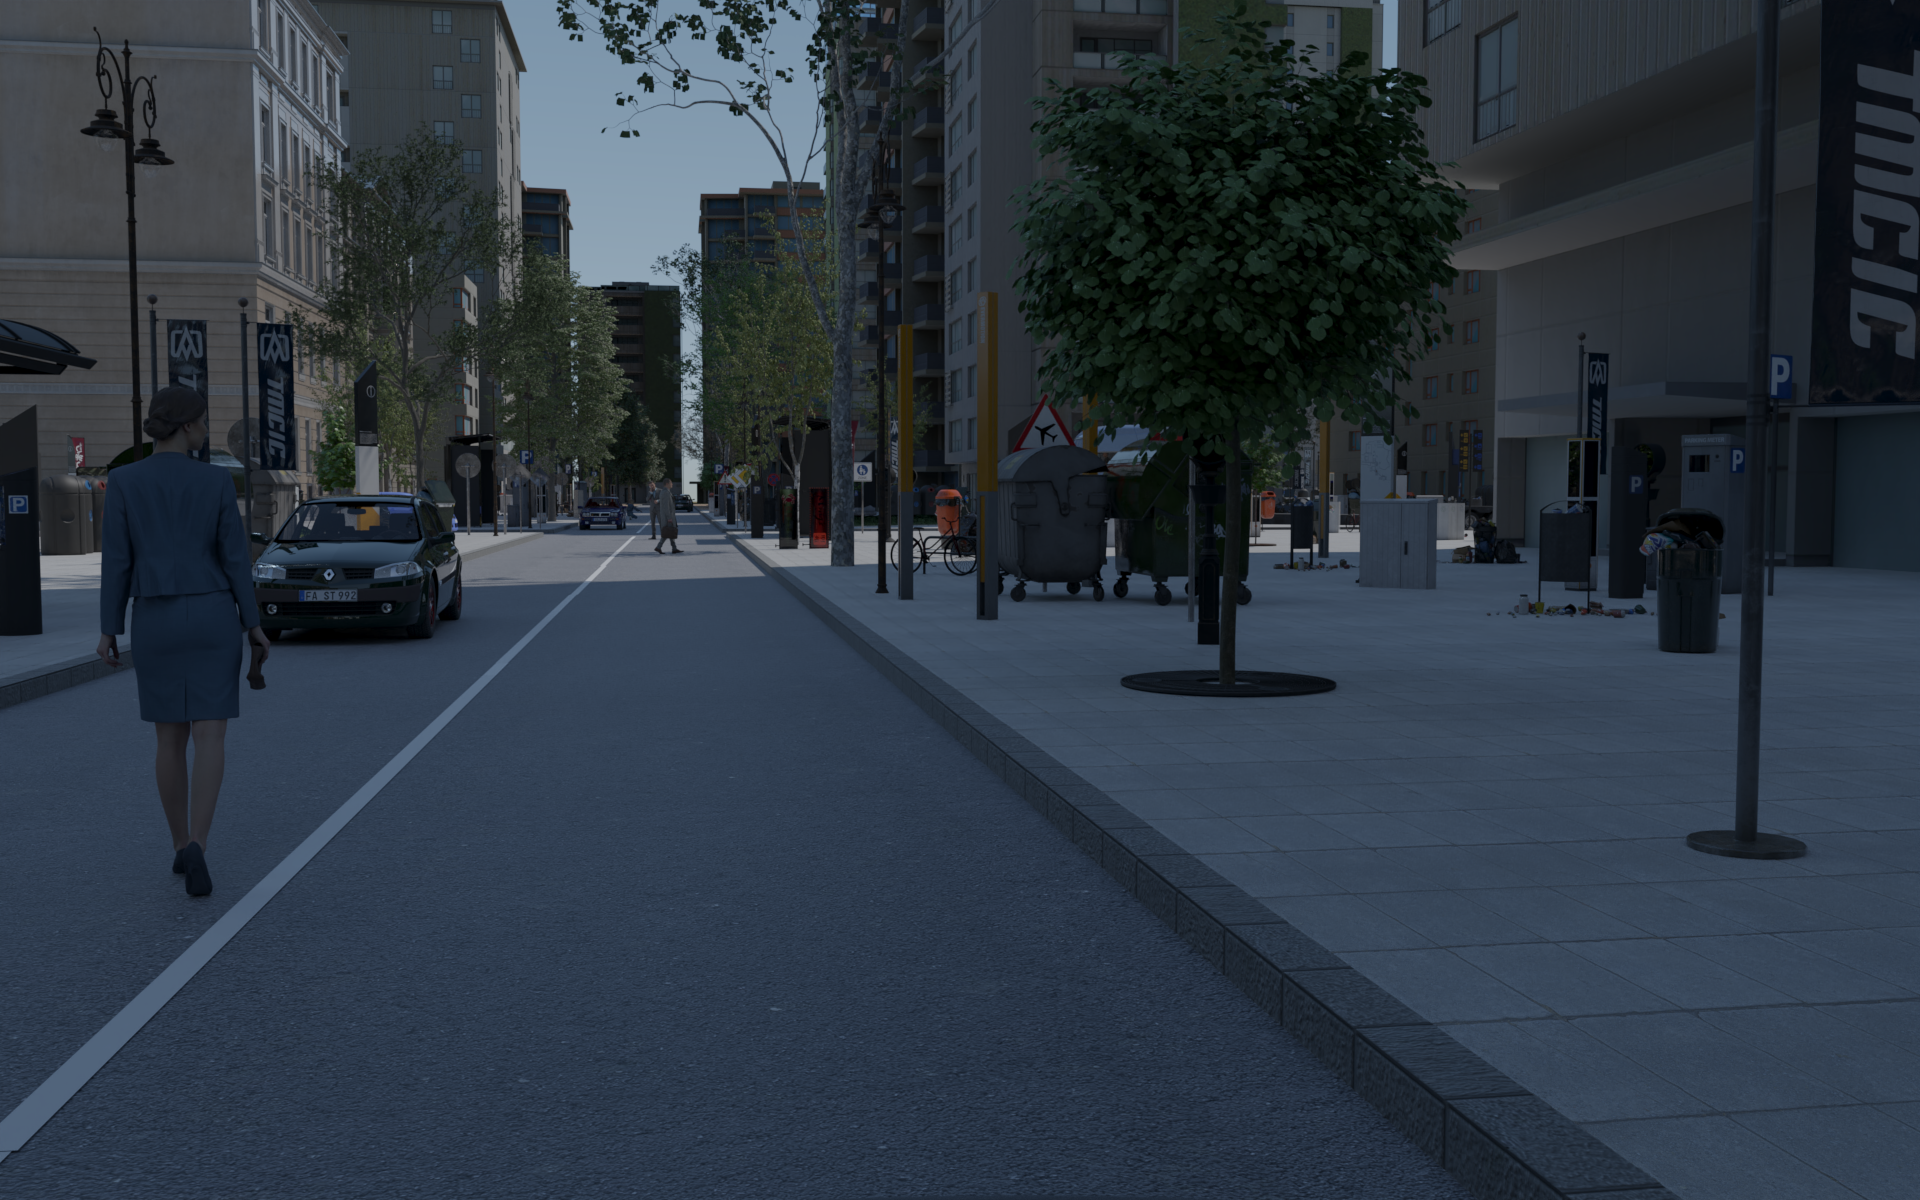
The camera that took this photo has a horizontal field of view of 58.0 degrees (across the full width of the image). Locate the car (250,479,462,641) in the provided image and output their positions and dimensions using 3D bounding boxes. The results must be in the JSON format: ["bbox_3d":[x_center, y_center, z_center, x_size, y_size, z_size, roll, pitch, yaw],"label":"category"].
[{"bbox_3d":[-6.299,-0.518,18.256,2.009,1.686,4.222,-1,4,-10],"label":"car"}]

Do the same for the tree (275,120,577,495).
[{"bbox_3d":[-13.099,-6.613,42.541,8.767,10.594,7.601,1,4,16],"label":"tree"}]

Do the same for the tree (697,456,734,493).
[{"bbox_3d":[-20.751,-10.114,149.076,4.285,4.588,4.351,0,3,0],"label":"tree"}]

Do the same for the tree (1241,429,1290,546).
[{"bbox_3d":[7.462,-2.950,42.830,1.663,3.219,1.824,0,3,0],"label":"tree"}]

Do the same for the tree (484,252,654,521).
[{"bbox_3d":[-19.046,-10.021,81.970,7.486,12.596,7.792,0,3,0],"label":"tree"}]

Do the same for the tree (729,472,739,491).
[{"bbox_3d":[-17.740,-8.428,132.394,1.663,3.219,1.824,0,3,0],"label":"tree"}]

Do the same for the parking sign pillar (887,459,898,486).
[{"bbox_3d":[-3.467,-6.559,95.704,1.447,3.967,1.447,1,4,15],"label":"parking sign pillar"}]

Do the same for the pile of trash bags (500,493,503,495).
[{"bbox_3d":[-33.060,-7.204,127.538,1.912,1.369,3.447,-3,5,-40],"label":"pile of trash bags"}]

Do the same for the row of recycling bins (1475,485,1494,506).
[{"bbox_3d":[23.970,-4.315,77.657,1.069,1.692,3.534,0,4,-2],"label":"row of recycling bins"}]

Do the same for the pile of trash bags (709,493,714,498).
[{"bbox_3d":[-18.818,-7.703,135.701,1.912,1.369,3.447,1,4,15],"label":"pile of trash bags"}]

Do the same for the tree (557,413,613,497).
[{"bbox_3d":[-25.904,-10.402,120.438,4.737,8.622,4.395,0,3,0],"label":"tree"}]

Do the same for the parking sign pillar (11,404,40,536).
[{"bbox_3d":[-28.301,-3.881,51.919,1.447,3.967,1.447,-1,4,-16],"label":"parking sign pillar"}]

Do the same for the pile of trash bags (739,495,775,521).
[{"bbox_3d":[-9.767,-4.542,84.014,1.912,1.369,3.447,-1,4,-8],"label":"pile of trash bags"}]

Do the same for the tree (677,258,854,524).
[{"bbox_3d":[-8.464,-9.169,75.668,9.928,11.665,9.643,0,3,0],"label":"tree"}]

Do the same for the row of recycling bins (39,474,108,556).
[{"bbox_3d":[-19.151,-1.870,37.685,1.069,1.692,3.534,-1,4,-11],"label":"row of recycling bins"}]

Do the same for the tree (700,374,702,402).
[{"bbox_3d":[-11.123,-8.360,87.054,4.737,8.622,4.395,0,3,0],"label":"tree"}]

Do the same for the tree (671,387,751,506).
[{"bbox_3d":[-27.529,-17.250,192.402,12.009,13.543,11.850,0,3,0],"label":"tree"}]

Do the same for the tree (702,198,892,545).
[{"bbox_3d":[-4.202,-5.707,43.667,4.737,8.622,4.395,0,3,0],"label":"tree"}]

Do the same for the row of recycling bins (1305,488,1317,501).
[{"bbox_3d":[25.443,-6.758,117.601,3.534,1.692,1.069,2,4,35],"label":"row of recycling bins"}]

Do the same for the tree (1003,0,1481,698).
[{"bbox_3d":[1.755,-1.694,11.410,4.285,4.588,4.351,0,3,0],"label":"tree"}]

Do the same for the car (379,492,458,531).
[{"bbox_3d":[-19.086,-3.032,59.164,3.694,1.707,1.945,-1,4,-10],"label":"car"}]

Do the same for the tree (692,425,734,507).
[{"bbox_3d":[-25.388,-13.797,175.948,4.360,8.622,3.978,0,3,0],"label":"tree"}]

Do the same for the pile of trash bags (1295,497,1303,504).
[{"bbox_3d":[13.982,-4.160,77.765,1.912,1.369,3.447,-3,4,-38],"label":"pile of trash bags"}]

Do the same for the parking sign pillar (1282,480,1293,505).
[{"bbox_3d":[23.692,-8.438,126.441,1.447,3.967,1.447,-1,4,-18],"label":"parking sign pillar"}]

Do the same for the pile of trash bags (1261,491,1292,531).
[{"bbox_3d":[9.315,-2.998,58.768,3.447,1.369,1.912,-2,4,-30],"label":"pile of trash bags"}]

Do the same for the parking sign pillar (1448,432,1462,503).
[{"bbox_3d":[21.536,-5.314,75.358,1.447,3.967,1.447,1,4,23],"label":"parking sign pillar"}]

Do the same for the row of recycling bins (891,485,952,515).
[{"bbox_3d":[-1.885,-4.485,80.440,3.534,1.692,1.069,-3,4,-36],"label":"row of recycling bins"}]

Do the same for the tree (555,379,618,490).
[{"bbox_3d":[-23.323,-9.533,106.229,4.360,8.622,3.978,0,3,0],"label":"tree"}]

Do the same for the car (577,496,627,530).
[{"bbox_3d":[-14.480,-3.527,70.244,1.945,1.354,3.894,0,4,-8],"label":"car"}]

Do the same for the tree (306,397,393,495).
[{"bbox_3d":[-12.391,-2.442,34.535,1.663,3.219,1.824,0,3,0],"label":"tree"}]

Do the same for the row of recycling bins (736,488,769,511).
[{"bbox_3d":[-14.645,-7.069,122.697,1.069,1.692,3.534,-3,4,-39],"label":"row of recycling bins"}]

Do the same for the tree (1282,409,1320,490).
[{"bbox_3d":[17.218,-8.653,91.835,4.360,8.622,3.978,0,3,0],"label":"tree"}]

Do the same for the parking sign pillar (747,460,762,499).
[{"bbox_3d":[-12.214,-7.070,104.073,1.447,3.967,1.447,3,4,39],"label":"parking sign pillar"}]

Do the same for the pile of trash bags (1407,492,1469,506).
[{"bbox_3d":[22.753,-4.448,82.471,3.447,1.369,1.912,2,4,30],"label":"pile of trash bags"}]

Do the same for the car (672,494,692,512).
[{"bbox_3d":[-22.069,-7.732,136.197,2.009,1.686,4.222,-1,4,-10],"label":"car"}]

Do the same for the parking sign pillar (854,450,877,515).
[{"bbox_3d":[-5.772,-7.122,104.912,1.447,3.967,1.447,-3,5,-40],"label":"parking sign pillar"}]

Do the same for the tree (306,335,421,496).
[{"bbox_3d":[-27.217,-7.852,78.743,4.360,8.622,3.978,0,3,0],"label":"tree"}]

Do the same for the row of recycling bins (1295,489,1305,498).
[{"bbox_3d":[25.304,-7.795,134.565,3.534,1.692,1.069,1,4,12],"label":"row of recycling bins"}]

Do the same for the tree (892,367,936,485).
[{"bbox_3d":[-3.451,-8.537,89.936,4.737,8.622,4.395,0,3,0],"label":"tree"}]

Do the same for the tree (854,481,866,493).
[{"bbox_3d":[-6.315,-6.588,102.307,1.663,3.219,1.824,0,3,0],"label":"tree"}]

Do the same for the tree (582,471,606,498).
[{"bbox_3d":[-28.026,-8.294,130.203,1.663,3.219,1.824,0,3,0],"label":"tree"}]

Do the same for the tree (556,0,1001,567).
[{"bbox_3d":[-1.461,-10.745,31.570,12.611,20.169,13.585,0,3,0],"label":"tree"}]

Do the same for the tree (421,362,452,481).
[{"bbox_3d":[-28.566,-8.578,90.610,4.360,8.622,3.978,0,3,0],"label":"tree"}]

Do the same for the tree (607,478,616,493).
[{"bbox_3d":[-36.065,-11.369,180.485,1.663,3.219,1.824,0,3,0],"label":"tree"}]

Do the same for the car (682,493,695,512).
[{"bbox_3d":[-22.853,-8.129,142.702,2.009,1.686,4.222,-1,4,-9],"label":"car"}]

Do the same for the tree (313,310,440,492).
[{"bbox_3d":[-21.843,-6.989,64.634,4.737,8.622,4.395,0,3,0],"label":"tree"}]

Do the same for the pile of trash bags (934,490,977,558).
[{"bbox_3d":[0.602,-1.619,36.227,1.912,1.369,3.447,2,4,35],"label":"pile of trash bags"}]

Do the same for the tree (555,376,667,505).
[{"bbox_3d":[-32.553,-14.918,160.922,9.611,12.733,9.660,0,3,0],"label":"tree"}]
